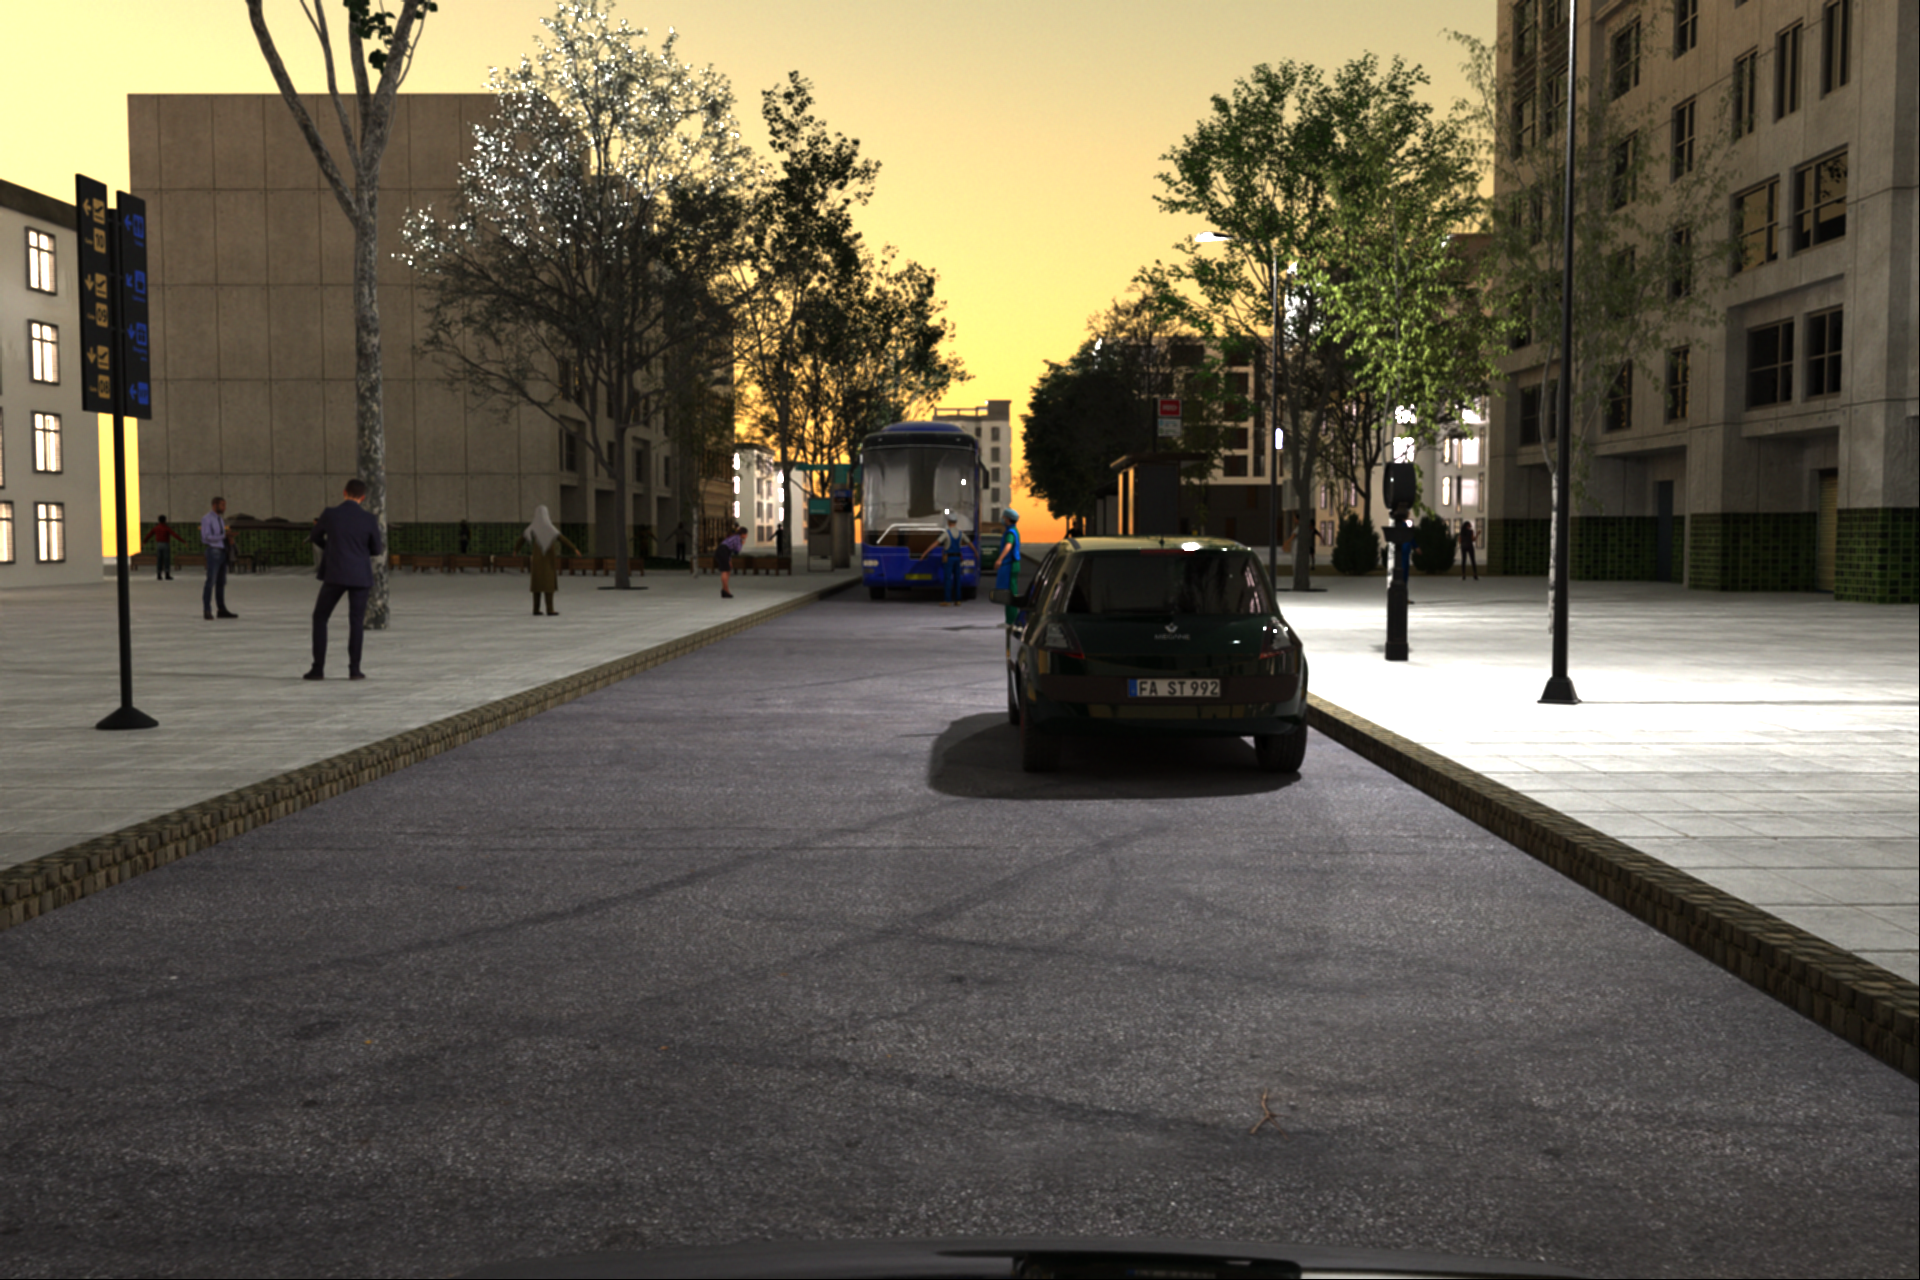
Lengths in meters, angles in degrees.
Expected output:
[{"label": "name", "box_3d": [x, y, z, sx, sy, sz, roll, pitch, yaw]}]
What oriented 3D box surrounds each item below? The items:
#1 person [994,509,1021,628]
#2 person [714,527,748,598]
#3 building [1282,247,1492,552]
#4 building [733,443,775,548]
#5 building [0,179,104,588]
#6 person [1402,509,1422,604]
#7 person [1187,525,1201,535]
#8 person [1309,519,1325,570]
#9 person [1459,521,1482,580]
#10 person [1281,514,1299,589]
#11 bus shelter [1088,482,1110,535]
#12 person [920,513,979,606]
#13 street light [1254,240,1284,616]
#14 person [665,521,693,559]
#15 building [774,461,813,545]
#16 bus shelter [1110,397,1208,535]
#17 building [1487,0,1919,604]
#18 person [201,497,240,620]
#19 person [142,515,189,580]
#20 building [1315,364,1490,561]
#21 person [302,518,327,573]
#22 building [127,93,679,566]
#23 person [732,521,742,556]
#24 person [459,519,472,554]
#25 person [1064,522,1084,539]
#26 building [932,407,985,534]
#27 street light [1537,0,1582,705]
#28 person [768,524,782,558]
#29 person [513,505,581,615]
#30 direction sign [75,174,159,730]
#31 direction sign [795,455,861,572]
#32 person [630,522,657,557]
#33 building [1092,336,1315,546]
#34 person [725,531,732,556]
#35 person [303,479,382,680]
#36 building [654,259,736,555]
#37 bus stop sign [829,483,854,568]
[{"label": "person", "box_3d": [0.731, -1.092, 26.431, 0.704, 1.817, 1.347, 1, 4, 10]}, {"label": "person", "box_3d": [-4.595, -1.561, 34.799, 0.697, 1.427, 0.421, -2, 4, -28]}, {"label": "building", "box_3d": [27.981, -16.192, 121.152, 16.016, 20.090, 11.380, 0, 4, 1]}, {"label": "building", "box_3d": [-22.962, -14.125, 173.092, 9.099, 9.664, 28.070, 0, 4, 1]}, {"label": "building", "box_3d": [-23.523, -5.481, 31.754, 9.099, 9.664, 28.070, 0, 4, 1]}, {"label": "person", "box_3d": [8.105, -1.574, 31.620, 0.705, 1.842, 1.347, 2, 4, 33]}, {"label": "person", "box_3d": [12.282, -5.186, 91.256, 1.216, 1.772, 0.721, -1, 4, -19]}, {"label": "person", "box_3d": [12.455, -3.396, 61.666, 0.704, 1.843, 1.345, -3, 5, -43]}, {"label": "person", "box_3d": [14.234, -2.498, 48.359, 0.593, 1.643, 0.415, 0, 4, -7]}, {"label": "person", "box_3d": [7.553, -1.973, 39.029, 0.721, 1.739, 1.217, 2, 4, 35]}, {"label": "bus shelter", "box_3d": [5.886, -4.229, 63.068, 2.014, 3.302, 5.546, 0, 4, 0]}, {"label": "person", "box_3d": [-0.168, -1.602, 34.512, 1.347, 1.847, 0.705, -2, 4, -30]}, {"label": "street light", "box_3d": [5.404, -3.317, 26.768, 1.470, 5.913, 1.316, 0, 4, 1]}, {"label": "person", "box_3d": [-11.475, -3.981, 71.223, 1.348, 1.813, 0.705, -1, 4, -19]}, {"label": "building", "box_3d": [-22.562, -16.608, 213.687, 9.099, 9.664, 28.070, 0, 3, 0]}, {"label": "bus shelter", "box_3d": [5.417, -4.347, 48.706, 2.179, 5.291, 8.768, 0, 4, 1]}, {"label": "building", "box_3d": [25.228, -10.580, 39.439, 16.747, 18.905, 31.486, 0, 4, 0]}, {"label": "person", "box_3d": [-11.093, -1.236, 26.119, 0.599, 1.838, 0.709, 0, 4, 4]}, {"label": "person", "box_3d": [-22.332, -2.597, 48.574, 1.345, 1.816, 0.704, 0, 4, 4]}, {"label": "building", "box_3d": [26.320, -9.266, 93.641, 9.099, 9.664, 28.070, 0, 4, 1]}, {"label": "person", "box_3d": [-21.136, -3.103, 56.923, 1.347, 1.806, 0.705, 2, 4, 35]}, {"label": "building", "box_3d": [-24.932, -13.405, 85.630, 16.747, 18.905, 31.486, 0, 4, 0]}, {"label": "person", "box_3d": [-9.757, -4.269, 75.761, 0.705, 1.833, 1.349, 0, 4, 6]}, {"label": "person", "box_3d": [-19.507, -3.806, 68.014, 0.705, 1.856, 1.354, -1, 4, -17]}, {"label": "person", "box_3d": [4.845, -4.066, 72.667, 1.347, 1.806, 0.705, -2, 4, -30]}, {"label": "building", "box_3d": [-3.682, -23.779, 247.661, 11.380, 20.090, 16.016, -1, 4, -8]}, {"label": "street light", "box_3d": [5.101, -2.474, 12.989, 1.470, 5.913, 1.316, 0, 4, 0]}, {"label": "person", "box_3d": [-9.032, -4.917, 86.620, 0.704, 1.802, 1.346, 3, 5, 40]}, {"label": "person", "box_3d": [-6.554, -1.263, 27.422, 1.217, 1.736, 0.721, 1, 4, 19]}, {"label": "direction sign", "box_3d": [-5.537, -1.187, 11.409, 0.379, 3.537, 0.876, 0, 3, 0]}, {"label": "direction sign", "box_3d": [-4.323, -4.324, 59.461, 2.525, 3.948, 1.411, 0, 4, 1]}, {"label": "person", "box_3d": [-15.209, -4.745, 83.356, 1.354, 1.858, 0.705, 0, 4, 8]}, {"label": "building", "box_3d": [28.702, -21.498, 195.471, 27.936, 21.610, 32.646, 0, 4, 1]}, {"label": "person", "box_3d": [-11.309, -4.659, 85.444, 0.599, 1.433, 0.991, 3, 5, 40]}, {"label": "person", "box_3d": [-5.484, -0.543, 15.368, 0.683, 1.767, 0.568, -1, 4, -20]}, {"label": "building", "box_3d": [-25.437, -17.356, 114.705, 19.493, 23.208, 18.063, 0, 4, 0]}, {"label": "bus stop sign", "box_3d": [-4.431, -4.646, 64.977, 0.837, 3.901, 0.837, 0, 4, 2]}]
